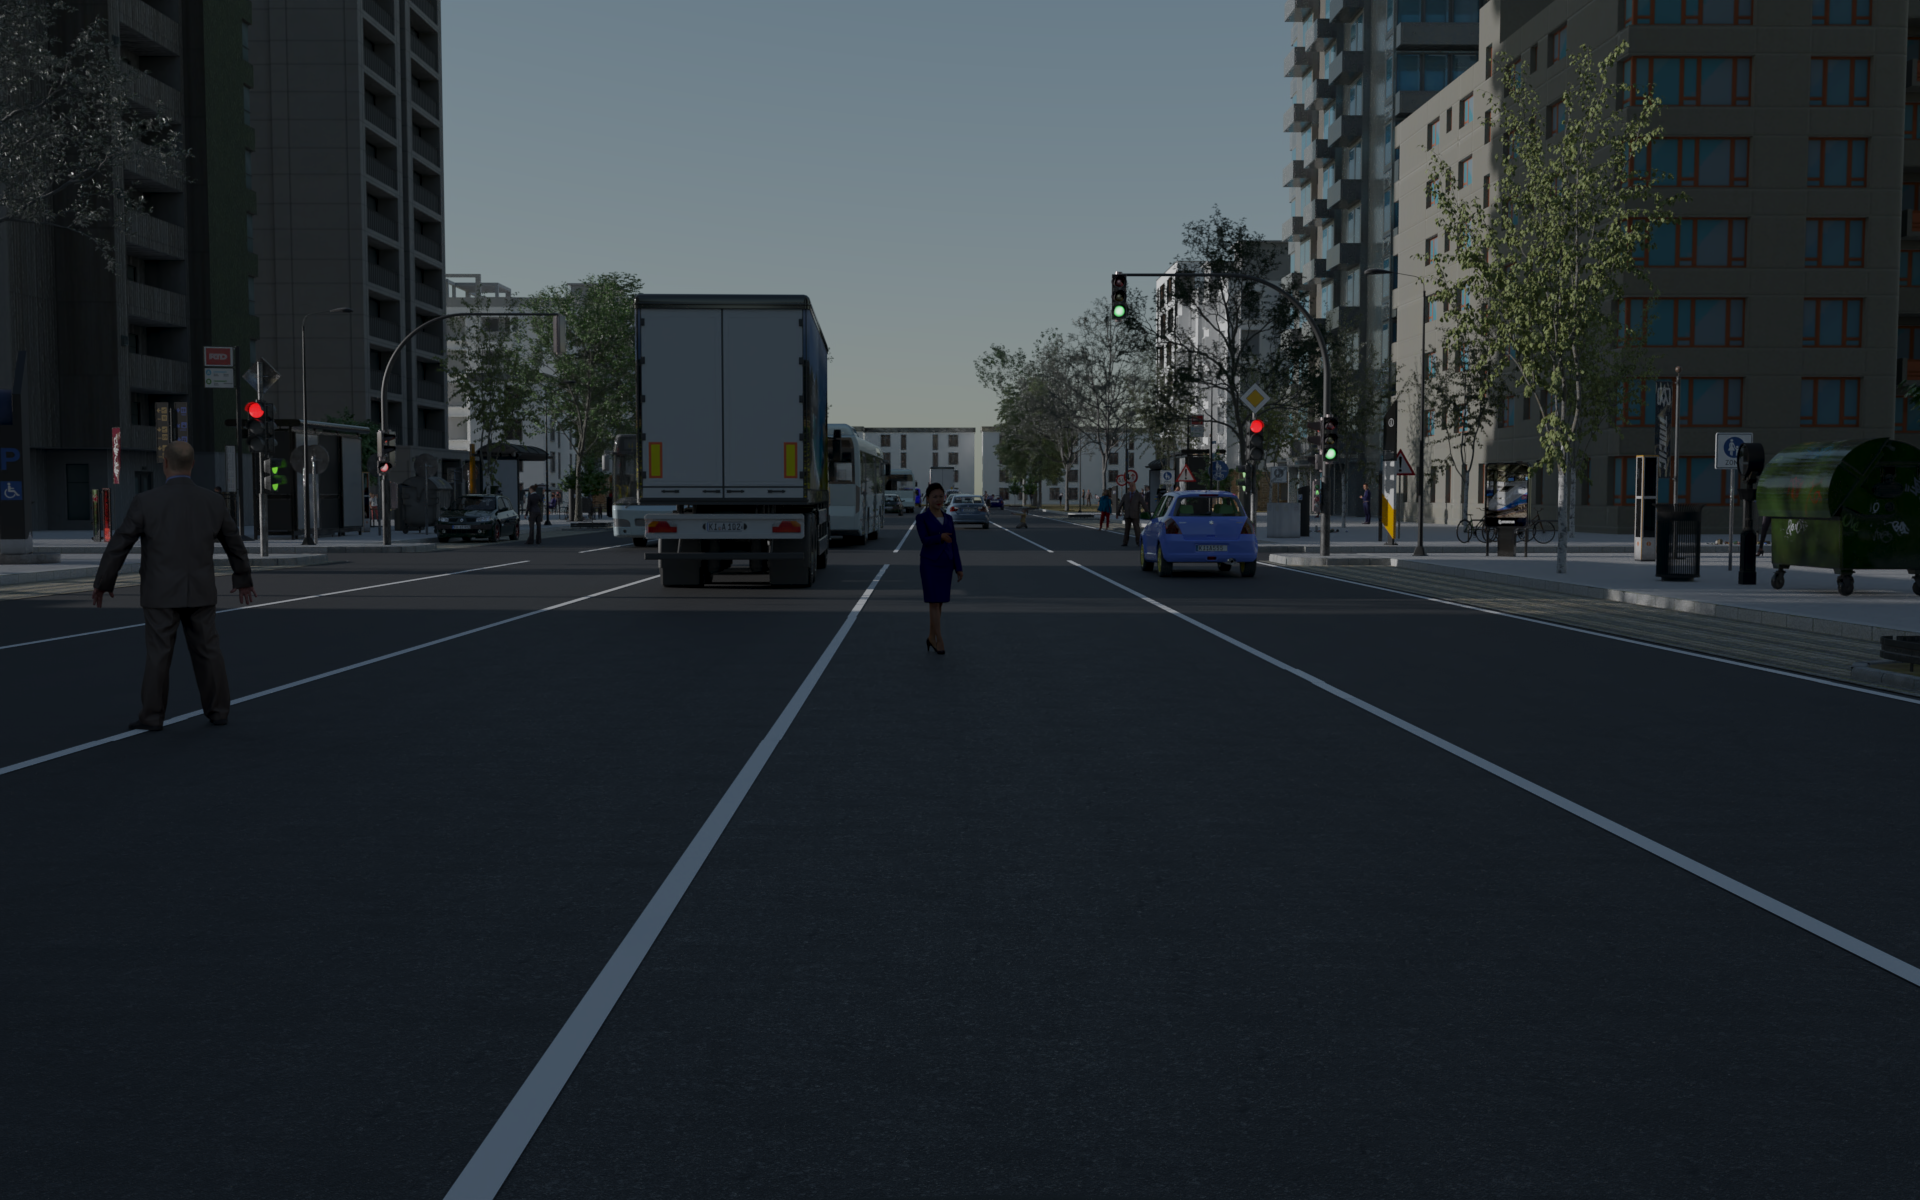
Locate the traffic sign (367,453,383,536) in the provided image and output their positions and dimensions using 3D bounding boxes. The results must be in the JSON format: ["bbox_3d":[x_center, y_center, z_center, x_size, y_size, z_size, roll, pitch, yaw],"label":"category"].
[{"bbox_3d":[-17.918,-3.260,53.405,0.768,2.556,0.104,0,4,5],"label":"traffic sign"}]

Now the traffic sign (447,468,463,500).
[{"bbox_3d":[-19.437,-3.948,66.676,0.606,2.300,0.079,0,4,6],"label":"traffic sign"}]

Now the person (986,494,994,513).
[{"bbox_3d":[2.324,-7.417,133.005,0.697,1.427,0.421,-2,4,-30],"label":"person"}]

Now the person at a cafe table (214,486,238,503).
[{"bbox_3d":[-22.998,-2.723,53.044,1.622,1.524,1.698,0,4,4],"label":"person at a cafe table"}]

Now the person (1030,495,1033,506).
[{"bbox_3d":[7.737,-10.943,185.401,0.683,1.767,0.568,1,4,11],"label":"person"}]

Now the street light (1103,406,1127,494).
[{"bbox_3d":[8.210,-7.246,91.020,1.470,5.913,1.316,0,4,-1],"label":"street light"}]

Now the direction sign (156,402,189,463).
[{"bbox_3d":[-19.471,-3.112,42.883,0.876,3.537,0.379,1,4,11],"label":"direction sign"}]

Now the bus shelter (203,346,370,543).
[{"bbox_3d":[-19.428,-4.408,49.700,2.179,5.291,8.768,0,4,-1],"label":"bus shelter"}]

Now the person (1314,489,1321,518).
[{"bbox_3d":[19.608,-5.276,94.178,0.662,1.594,0.647,-3,4,-38],"label":"person"}]

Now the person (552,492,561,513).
[{"bbox_3d":[-27.874,-6.858,119.644,0.593,1.643,0.415,0,4,-4],"label":"person"}]

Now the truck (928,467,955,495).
[{"bbox_3d":[-1.934,-11.870,182.992,2.839,4.237,11.283,0,4,-1],"label":"truck"}]

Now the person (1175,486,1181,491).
[{"bbox_3d":[9.462,-4.149,75.333,0.517,1.644,0.566,3,5,40],"label":"person"}]

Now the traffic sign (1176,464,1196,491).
[{"bbox_3d":[9.723,-4.562,74.595,0.884,2.594,0.081,0,4,6],"label":"traffic sign"}]

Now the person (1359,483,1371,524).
[{"bbox_3d":[17.226,-4.090,73.622,0.504,1.737,0.576,-1,4,-9],"label":"person"}]

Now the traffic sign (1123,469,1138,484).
[{"bbox_3d":[8.812,-5.465,89.459,0.768,2.556,0.104,0,4,3],"label":"traffic sign"}]

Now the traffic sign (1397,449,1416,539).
[{"bbox_3d":[12.622,-3.041,49.725,0.884,2.594,0.081,0,4,0],"label":"traffic sign"}]

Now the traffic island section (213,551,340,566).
[{"bbox_3d":[-14.316,-0.816,35.618,2.009,0.180,2.903,0,4,-1],"label":"traffic island section"}]

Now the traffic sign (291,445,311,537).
[{"bbox_3d":[-16.946,-2.736,44.843,0.768,2.556,0.104,0,4,1],"label":"traffic sign"}]

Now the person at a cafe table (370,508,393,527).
[{"bbox_3d":[-23.180,-3.452,67.298,1.726,1.238,1.698,1,4,11],"label":"person at a cafe table"}]

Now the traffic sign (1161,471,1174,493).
[{"bbox_3d":[8.883,-4.407,74.188,0.606,2.300,0.079,0,4,4],"label":"traffic sign"}]

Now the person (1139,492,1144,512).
[{"bbox_3d":[13.450,-7.208,127.122,0.697,1.427,0.421,2,4,27],"label":"person"}]

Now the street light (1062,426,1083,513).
[{"bbox_3d":[7.698,-8.935,118.636,1.470,5.913,1.316,0,4,-1],"label":"street light"}]

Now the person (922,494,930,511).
[{"bbox_3d":[-2.699,-8.398,146.367,0.990,1.755,0.434,0,4,-3],"label":"person"}]

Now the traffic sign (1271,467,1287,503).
[{"bbox_3d":[11.804,-3.797,64.213,0.606,2.300,0.079,0,4,1],"label":"traffic sign"}]

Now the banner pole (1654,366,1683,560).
[{"bbox_3d":[13.855,-2.683,33.881,0.863,3.779,0.401,-2,4,-27],"label":"banner pole"}]

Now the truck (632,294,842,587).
[{"bbox_3d":[-3.574,-2.506,29.889,2.839,4.237,11.283,0,4,-3],"label":"truck"}]

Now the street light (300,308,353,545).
[{"bbox_3d":[-15.830,-4.330,43.337,1.470,5.913,1.316,0,4,-1],"label":"street light"}]

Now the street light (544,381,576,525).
[{"bbox_3d":[-16.389,-6.019,70.952,1.470,5.913,1.316,0,4,-1],"label":"street light"}]

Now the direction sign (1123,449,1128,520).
[{"bbox_3d":[8.330,-5.784,86.568,0.379,3.537,0.876,0,4,-2],"label":"direction sign"}]

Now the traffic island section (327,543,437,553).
[{"bbox_3d":[-14.438,-1.304,43.602,2.009,0.180,2.903,0,4,-1],"label":"traffic island section"}]

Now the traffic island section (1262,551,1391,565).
[{"bbox_3d":[7.583,-0.836,35.947,2.009,0.180,2.903,0,4,-1],"label":"traffic island section"}]

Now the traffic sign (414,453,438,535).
[{"bbox_3d":[-16.734,-3.314,54.290,0.768,2.556,0.104,0,4,0],"label":"traffic sign"}]

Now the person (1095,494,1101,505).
[{"bbox_3d":[15.939,-11.531,200.220,0.799,1.438,0.628,-2,4,-32],"label":"person"}]

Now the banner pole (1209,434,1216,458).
[{"bbox_3d":[10.474,-5.006,71.859,0.401,3.779,0.863,-1,4,-13],"label":"banner pole"}]

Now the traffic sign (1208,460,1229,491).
[{"bbox_3d":[9.747,-3.992,65.379,0.768,2.556,0.104,0,4,3],"label":"traffic sign"}]

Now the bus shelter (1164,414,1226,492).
[{"bbox_3d":[11.278,-6.558,84.859,2.179,5.291,8.768,0,4,-1],"label":"bus shelter"}]

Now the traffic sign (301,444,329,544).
[{"bbox_3d":[-16.559,-2.713,44.459,0.768,2.556,0.104,1,4,8],"label":"traffic sign"}]

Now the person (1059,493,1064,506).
[{"bbox_3d":[10.795,-10.707,184.297,0.628,1.438,0.799,0,4,-8],"label":"person"}]

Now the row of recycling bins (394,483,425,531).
[{"bbox_3d":[-19.642,-3.347,61.832,1.069,1.692,3.534,-1,4,-15],"label":"row of recycling bins"}]

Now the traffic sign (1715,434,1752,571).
[{"bbox_3d":[12.892,-1.639,28.925,0.606,2.300,0.079,0,4,0],"label":"traffic sign"}]

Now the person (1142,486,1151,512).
[{"bbox_3d":[9.876,-5.230,92.362,0.742,1.727,0.445,3,5,44],"label":"person"}]

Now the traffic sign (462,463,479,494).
[{"bbox_3d":[-19.979,-4.310,70.577,0.768,2.556,0.104,0,4,8],"label":"traffic sign"}]

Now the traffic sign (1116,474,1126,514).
[{"bbox_3d":[10.413,-6.812,111.474,0.768,2.556,0.104,0,4,7],"label":"traffic sign"}]

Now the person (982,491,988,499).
[{"bbox_3d":[2.380,-9.396,162.830,1.217,1.736,0.721,2,4,31],"label":"person"}]

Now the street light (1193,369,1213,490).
[{"bbox_3d":[8.666,-5.557,63.403,1.470,5.913,1.316,0,4,-1],"label":"street light"}]

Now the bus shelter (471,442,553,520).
[{"bbox_3d":[-18.150,-4.687,70.563,2.014,3.302,5.546,0,4,-1],"label":"bus shelter"}]

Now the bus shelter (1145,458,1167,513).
[{"bbox_3d":[11.624,-6.267,96.382,2.014,3.302,5.546,0,4,-1],"label":"bus shelter"}]

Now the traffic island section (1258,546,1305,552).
[{"bbox_3d":[7.461,-1.324,43.931,2.009,0.180,2.903,0,4,-1],"label":"traffic island section"}]

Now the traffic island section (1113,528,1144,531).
[{"bbox_3d":[7.082,-2.797,68.593,1.991,0.108,1.994,0,4,-1],"label":"traffic island section"}]

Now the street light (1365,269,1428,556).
[{"bbox_3d":[9.029,-3.872,35.842,1.470,5.913,1.316,0,4,-1],"label":"street light"}]
